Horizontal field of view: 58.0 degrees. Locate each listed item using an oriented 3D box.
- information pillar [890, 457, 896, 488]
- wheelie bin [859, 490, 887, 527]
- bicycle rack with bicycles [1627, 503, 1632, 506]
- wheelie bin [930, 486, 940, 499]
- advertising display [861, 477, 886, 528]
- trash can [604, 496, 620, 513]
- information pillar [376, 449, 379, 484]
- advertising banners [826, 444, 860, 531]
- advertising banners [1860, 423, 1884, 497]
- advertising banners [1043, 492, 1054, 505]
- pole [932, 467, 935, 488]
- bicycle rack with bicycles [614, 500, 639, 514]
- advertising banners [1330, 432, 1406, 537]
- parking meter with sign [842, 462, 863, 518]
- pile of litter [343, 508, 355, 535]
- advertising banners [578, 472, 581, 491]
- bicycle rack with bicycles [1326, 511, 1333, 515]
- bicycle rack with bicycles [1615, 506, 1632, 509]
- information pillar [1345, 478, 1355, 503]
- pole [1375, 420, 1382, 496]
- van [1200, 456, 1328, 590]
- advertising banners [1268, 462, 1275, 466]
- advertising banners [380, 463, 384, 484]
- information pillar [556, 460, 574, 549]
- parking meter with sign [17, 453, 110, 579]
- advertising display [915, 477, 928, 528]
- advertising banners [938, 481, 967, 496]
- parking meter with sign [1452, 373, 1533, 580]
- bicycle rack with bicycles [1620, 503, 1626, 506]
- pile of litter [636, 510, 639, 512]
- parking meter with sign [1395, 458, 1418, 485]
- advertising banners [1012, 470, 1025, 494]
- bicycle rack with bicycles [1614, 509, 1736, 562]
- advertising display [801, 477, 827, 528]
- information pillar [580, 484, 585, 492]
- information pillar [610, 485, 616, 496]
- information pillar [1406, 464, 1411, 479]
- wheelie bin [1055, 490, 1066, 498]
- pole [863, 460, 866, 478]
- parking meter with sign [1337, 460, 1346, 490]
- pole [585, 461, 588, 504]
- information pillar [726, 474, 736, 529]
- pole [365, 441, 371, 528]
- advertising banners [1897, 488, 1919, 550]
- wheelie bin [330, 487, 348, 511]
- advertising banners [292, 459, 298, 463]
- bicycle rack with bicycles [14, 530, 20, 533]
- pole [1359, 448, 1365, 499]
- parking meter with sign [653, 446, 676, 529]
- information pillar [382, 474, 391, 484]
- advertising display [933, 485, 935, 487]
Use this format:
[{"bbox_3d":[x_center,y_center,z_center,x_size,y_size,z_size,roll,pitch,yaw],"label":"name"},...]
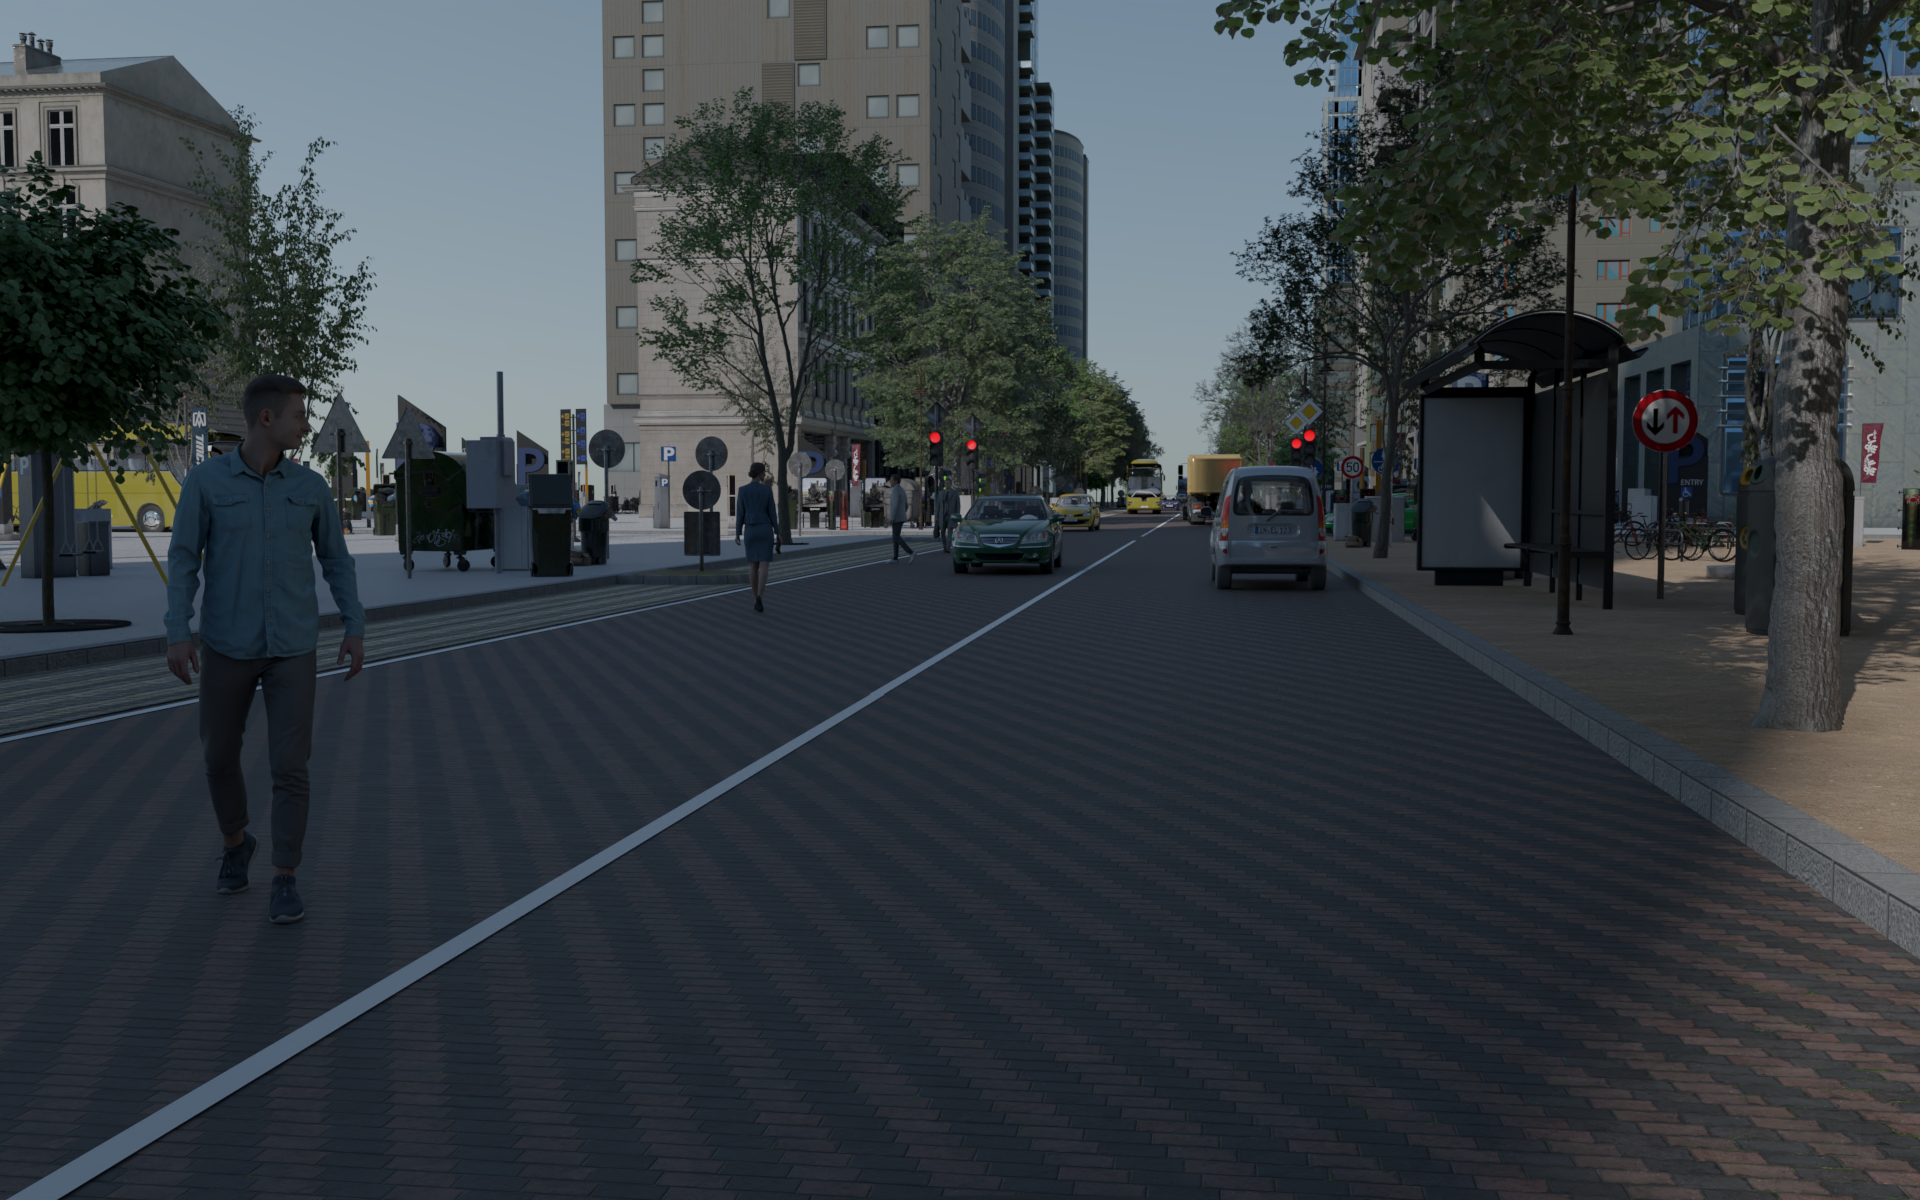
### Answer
[{"bbox_3d":[-4.021,-6.890,104.005,0.183,3.616,0.504,3,4,38],"label":"information pillar"},{"bbox_3d":[-3.361,-3.733,68.937,0.980,1.594,0.693,-3,5,-40],"label":"wheelie bin"},{"bbox_3d":[25.985,-3.356,68.258,2.925,0.926,2.852,-1,4,-10],"label":"bicycle rack with bicycles"},{"bbox_3d":[-0.745,-3.863,71.060,0.980,1.594,0.693,0,4,-7],"label":"wheelie bin"},{"bbox_3d":[-3.232,-3.695,65.621,0.974,1.923,0.123,-2,4,-33],"label":"advertising display"},{"bbox_3d":[-20.655,-5.523,101.962,0.748,1.137,0.748,0,3,0],"label":"trash can"},{"bbox_3d":[-29.887,-5.965,88.876,0.183,3.616,0.504,-1,4,-14],"label":"information pillar"},{"bbox_3d":[-4.107,-3.968,61.069,0.090,3.025,2.074,-3,4,-38],"label":"advertising banners"},{"bbox_3d":[22.006,-2.883,43.327,0.090,3.025,2.074,-3,4,-36],"label":"advertising banners"},{"bbox_3d":[5.954,-7.717,122.354,0.090,3.025,2.074,3,5,42],"label":"advertising banners"},{"bbox_3d":[-1.958,-8.285,129.300,0.158,3.312,0.155,0,3,0],"label":"pole"},{"bbox_3d":[-22.036,-6.074,112.688,2.925,0.926,2.852,0,4,-2],"label":"bicycle rack with bicycles"},{"bbox_3d":[11.592,-3.245,49.247,2.074,3.025,0.090,1,4,10],"label":"advertising banners"},{"bbox_3d":[-5.556,-5.969,93.849,1.738,3.016,0.543,-2,4,-23],"label":"parking meter with sign"},{"bbox_3d":[-19.813,-2.512,55.044,1.176,0.858,1.719,0,4,-8],"label":"pile of litter"},{"bbox_3d":[-29.821,-8.454,134.414,0.090,3.025,2.074,1,4,10],"label":"advertising banners"},{"bbox_3d":[15.498,-3.259,66.673,2.852,0.926,2.925,3,4,37],"label":"bicycle rack with bicycles"},{"bbox_3d":[17.413,-1.728,41.635,2.925,0.926,2.852,2,4,29],"label":"bicycle rack with bicycles"},{"bbox_3d":[18.203,-4.671,80.869,0.304,2.012,0.304,-3,5,-41],"label":"information pillar"},{"bbox_3d":[11.527,-3.295,47.715,0.158,3.312,0.155,0,3,0],"label":"pole"},{"bbox_3d":[4.828,-1.246,27.381,2.013,2.044,4.112,0,4,7],"label":"van"},{"bbox_3d":[17.750,-6.024,94.674,2.074,3.025,0.090,-1,4,-18],"label":"advertising banners"},{"bbox_3d":[-31.714,-6.115,96.165,0.090,3.025,2.074,-3,5,-44],"label":"advertising banners"},{"bbox_3d":[-8.516,-2.009,37.342,0.304,2.012,0.304,0,4,1],"label":"information pillar"},{"bbox_3d":[-13.981,-1.852,26.538,0.543,3.016,1.738,2,4,31],"label":"parking meter with sign"},{"bbox_3d":[-1.493,-3.763,66.731,0.123,1.923,0.974,-2,4,-24],"label":"advertising display"},{"bbox_3d":[-0.577,-6.331,99.707,2.074,3.025,0.090,-1,4,-16],"label":"advertising banners"},{"bbox_3d":[7.984,-1.807,25.808,0.543,3.016,1.738,3,5,44],"label":"parking meter with sign"},{"bbox_3d":[22.083,-3.032,62.956,2.925,0.926,2.852,0,4,-4],"label":"bicycle rack with bicycles"},{"bbox_3d":[-22.421,-6.651,122.710,1.176,0.858,1.719,-1,4,-23],"label":"pile of litter"},{"bbox_3d":[21.726,-5.430,85.049,0.543,3.016,1.738,-3,5,-44],"label":"parking meter with sign"},{"bbox_3d":[3.498,-6.271,98.725,2.074,3.025,0.090,-2,4,-24],"label":"advertising banners"},{"bbox_3d":[14.052,-1.243,33.711,2.852,0.926,2.925,-1,4,-23],"label":"bicycle rack with bicycles"},{"bbox_3d":[-5.505,-3.689,65.522,0.974,1.923,0.123,0,4,-6],"label":"advertising display"},{"bbox_3d":[-28.554,-7.750,131.196,0.304,2.012,0.304,2,4,25],"label":"information pillar"},{"bbox_3d":[-26.906,-7.943,134.354,0.304,2.012,0.304,1,4,16],"label":"information pillar"},{"bbox_3d":[32.258,-8.151,124.616,0.183,3.616,0.504,3,5,42],"label":"information pillar"},{"bbox_3d":[6.970,-6.833,119.626,0.693,1.594,0.980,-1,4,-17],"label":"wheelie bin"},{"bbox_3d":[-5.649,-6.641,102.417,0.158,3.312,0.155,0,3,0],"label":"pole"},{"bbox_3d":[19.829,-5.662,88.839,0.543,3.016,1.738,0,4,-4],"label":"parking meter with sign"},{"bbox_3d":[-22.703,-6.817,105.293,0.158,3.312,0.155,0,3,0],"label":"pole"},{"bbox_3d":[-8.492,-3.658,64.306,0.304,2.012,0.304,-2,4,-25],"label":"information pillar"},{"bbox_3d":[-22.630,-4.427,66.222,0.158,3.312,0.155,0,3,0],"label":"pole"},{"bbox_3d":[22.334,-2.628,39.152,0.090,3.025,2.074,-3,5,-39],"label":"advertising banners"},{"bbox_3d":[-28.719,-4.365,79.269,0.980,1.594,0.693,-1,4,-11],"label":"wheelie bin"},{"bbox_3d":[-33.172,-5.429,84.954,2.074,3.025,0.090,2,4,27],"label":"advertising banners"},{"bbox_3d":[-29.518,-2.406,52.723,2.925,0.926,2.852,0,4,-4],"label":"bicycle rack with bicycles"},{"bbox_3d":[17.640,-5.027,76.029,0.158,3.312,0.155,0,3,0],"label":"pole"},{"bbox_3d":[-11.019,-4.156,64.211,0.543,3.016,1.738,-2,4,-25],"label":"parking meter with sign"},{"bbox_3d":[-21.019,-3.609,63.500,0.304,2.012,0.304,-1,4,-19],"label":"information pillar"},{"bbox_3d":[-1.628,-7.341,125.237,0.123,1.923,0.974,2,4,34],"label":"advertising display"}]
